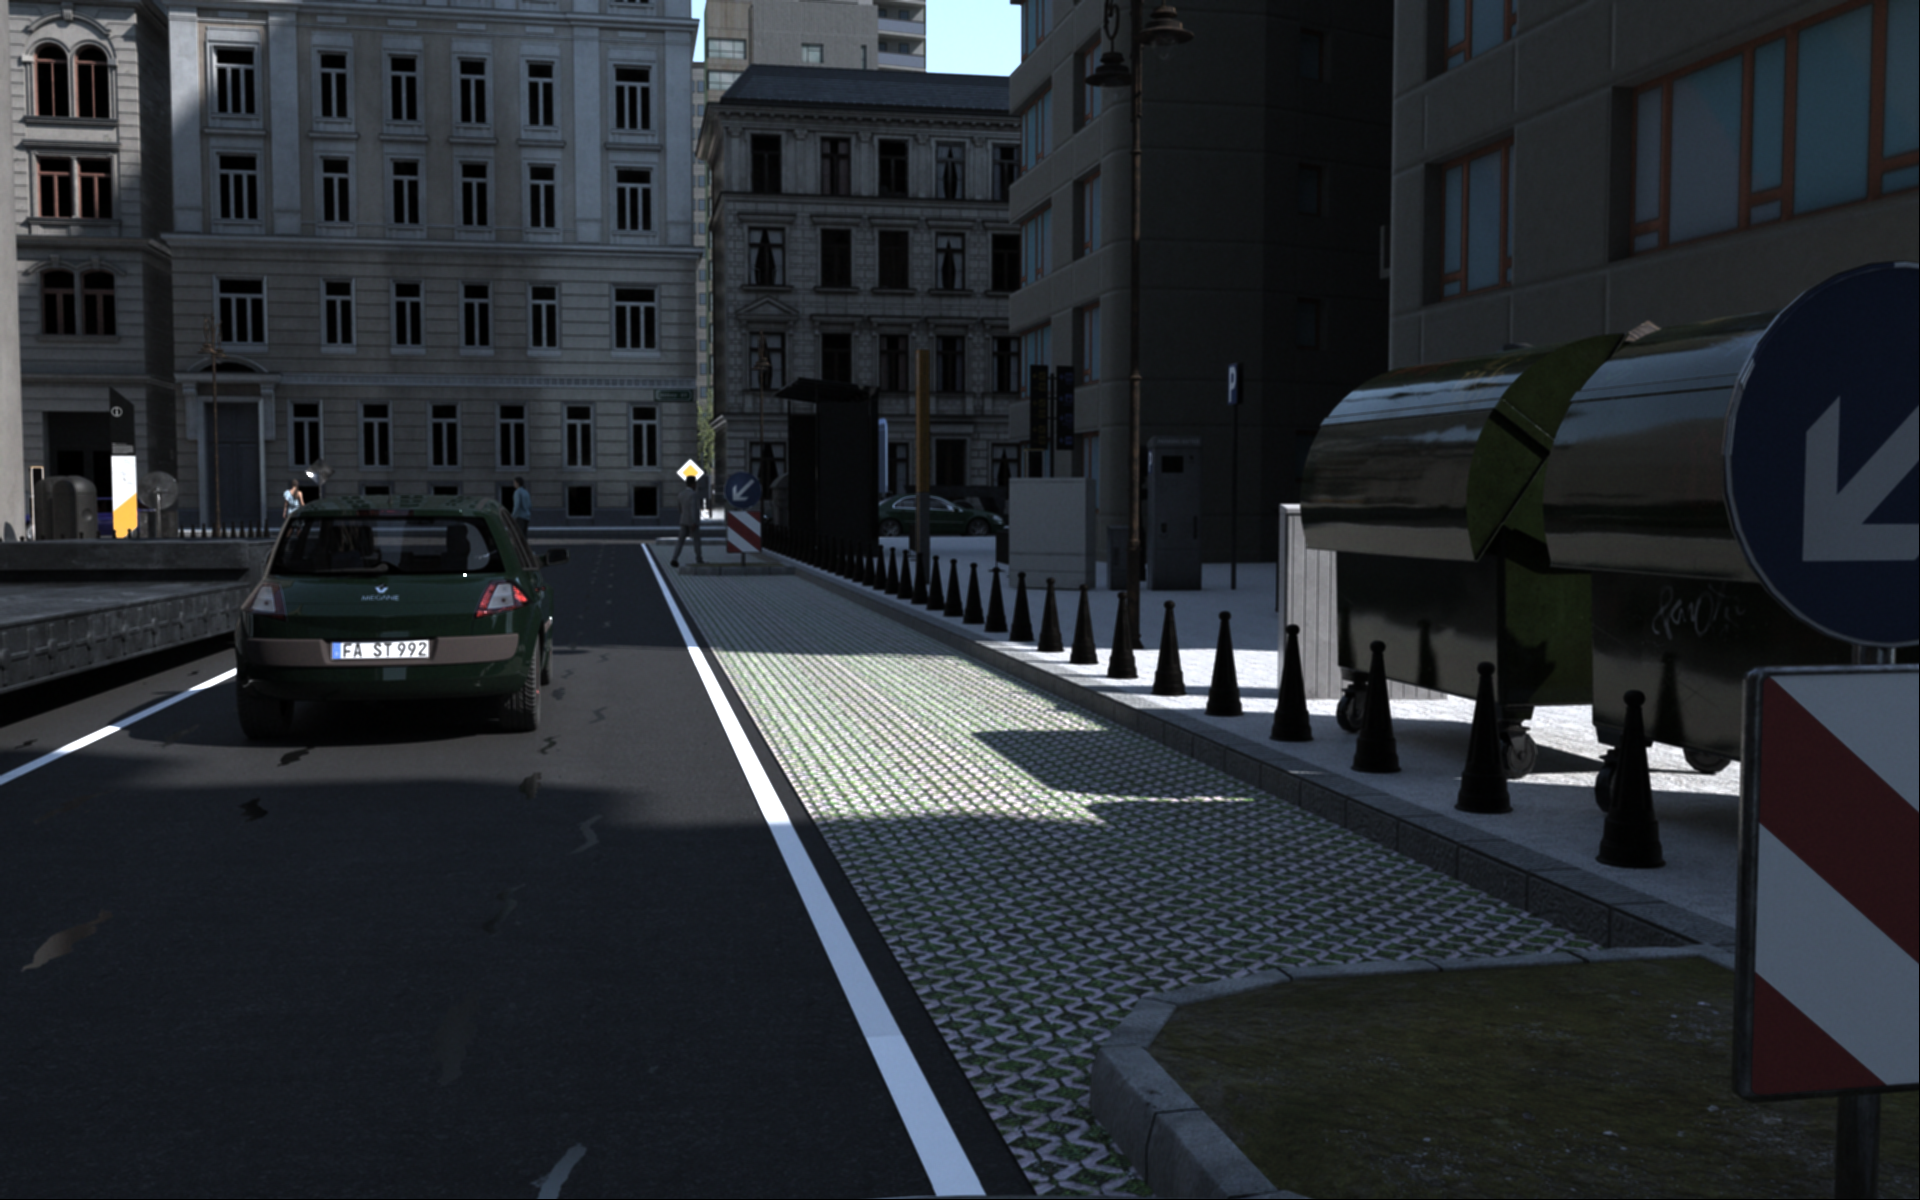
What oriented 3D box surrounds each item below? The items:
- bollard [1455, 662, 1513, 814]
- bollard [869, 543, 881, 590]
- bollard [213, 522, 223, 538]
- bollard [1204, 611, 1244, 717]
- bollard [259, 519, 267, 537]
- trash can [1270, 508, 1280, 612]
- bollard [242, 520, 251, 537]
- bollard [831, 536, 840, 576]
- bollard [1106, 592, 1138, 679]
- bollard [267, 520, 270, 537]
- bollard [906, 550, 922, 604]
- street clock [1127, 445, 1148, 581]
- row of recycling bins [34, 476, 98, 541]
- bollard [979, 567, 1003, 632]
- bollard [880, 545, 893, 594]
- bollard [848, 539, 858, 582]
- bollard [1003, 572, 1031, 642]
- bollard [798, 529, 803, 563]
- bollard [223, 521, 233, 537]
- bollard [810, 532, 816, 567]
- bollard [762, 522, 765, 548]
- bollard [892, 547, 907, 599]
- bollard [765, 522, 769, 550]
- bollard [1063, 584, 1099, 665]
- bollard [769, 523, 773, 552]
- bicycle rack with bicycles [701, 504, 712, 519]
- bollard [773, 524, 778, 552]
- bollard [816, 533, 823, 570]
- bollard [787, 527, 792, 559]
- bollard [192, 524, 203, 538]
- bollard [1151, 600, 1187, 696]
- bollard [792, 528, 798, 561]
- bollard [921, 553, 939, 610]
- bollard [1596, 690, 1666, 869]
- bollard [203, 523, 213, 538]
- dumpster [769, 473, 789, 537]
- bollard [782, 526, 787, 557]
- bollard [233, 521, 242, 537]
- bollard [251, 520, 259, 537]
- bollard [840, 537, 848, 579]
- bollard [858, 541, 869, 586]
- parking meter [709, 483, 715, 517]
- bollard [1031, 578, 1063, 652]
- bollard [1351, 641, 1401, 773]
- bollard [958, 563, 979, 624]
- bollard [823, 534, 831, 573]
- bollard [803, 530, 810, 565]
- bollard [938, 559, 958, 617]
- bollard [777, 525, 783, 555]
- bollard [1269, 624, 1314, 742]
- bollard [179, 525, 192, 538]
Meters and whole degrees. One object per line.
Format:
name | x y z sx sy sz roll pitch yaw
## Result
bollard | 2.133 0.551 7.038 0.229 0.601 0.229 0 3 0
bollard | -1.063 -0.441 23.259 0.229 0.601 0.229 0 3 0
bollard | -17.676 -1.530 41.052 0.229 0.601 0.229 0 3 0
bollard | 1.539 0.365 10.076 0.229 0.601 0.229 0 3 0
bollard | -18.674 -1.840 46.119 0.229 0.601 0.229 0 3 0
trash can | 3.580 -0.384 17.925 0.748 1.137 0.748 0 3 0
bollard | -18.279 -1.716 44.102 0.229 0.601 0.229 0 3 0
bollard | -1.864 -0.689 27.313 0.229 0.601 0.229 0 3 0
bollard | 1.135 0.241 12.099 0.229 0.601 0.229 0 3 0
bollard | -18.876 -1.902 47.135 0.229 0.601 0.229 0 3 0
bollard | -0.466 -0.256 20.227 0.229 0.601 0.229 0 3 0
street clock | 2.640 -1.284 25.571 0.358 2.002 0.471 0 4 -7
row of recycling bins | -20.581 -1.995 39.736 1.069 1.692 3.534 -3 4 -36
bollard | 0.338 -0.007 16.154 0.229 0.601 0.229 0 3 0
bollard | -0.864 -0.379 22.242 0.229 0.601 0.229 0 3 0
bollard | -1.468 -0.566 25.298 0.229 0.601 0.229 0 3 0
bollard | 0.539 0.055 15.147 0.229 0.601 0.229 0 3 0
bollard | -2.863 -1.000 32.387 0.229 0.601 0.229 0 3 0
bollard | -17.877 -1.592 42.070 0.229 0.601 0.229 0 3 0
bollard | -2.464 -0.875 30.345 0.229 0.601 0.229 0 3 0
bollard | -4.459 -1.494 40.467 0.229 0.601 0.229 0 3 0
bollard | -0.667 -0.318 21.234 0.229 0.601 0.229 0 3 0
bollard | -4.265 -1.432 39.458 0.229 0.601 0.229 0 3 0
bollard | 0.937 0.179 13.112 0.229 0.601 0.229 0 3 0
bollard | -4.059 -1.370 38.443 0.229 0.601 0.229 0 3 0
bicycle rack with bicycles | -11.511 -4.601 88.604 2.925 0.926 2.852 1 4 10
bollard | -3.863 -1.308 37.435 0.229 0.601 0.229 0 3 0
bollard | -2.264 -0.813 29.338 0.229 0.601 0.229 0 3 0
bollard | -3.264 -1.123 34.401 0.229 0.601 0.229 0 3 0
bollard | -17.276 -1.406 39.025 0.229 0.601 0.229 0 3 0
bollard | 1.338 0.303 11.082 0.229 0.601 0.229 0 3 0
bollard | -3.061 -1.061 33.394 0.229 0.601 0.229 0 3 0
bollard | -0.267 -0.194 19.206 0.229 0.601 0.229 0 3 0
bollard | 2.338 0.613 6.022 0.229 0.601 0.229 0 3 0
bollard | -17.478 -1.468 40.044 0.229 0.601 0.229 0 3 0
dumpster | -4.233 -2.393 44.883 1.264 1.857 1.865 -1 4 -11
bollard | -3.460 -1.185 35.409 0.229 0.601 0.229 0 3 0
bollard | -18.078 -1.654 43.082 0.229 0.601 0.229 0 3 0
bollard | -18.474 -1.778 45.110 0.229 0.601 0.229 0 3 0
bollard | -1.663 -0.628 26.306 0.229 0.601 0.229 0 3 0
bollard | -1.266 -0.504 24.280 0.229 0.601 0.229 0 3 0
parking meter | -13.466 -5.422 94.364 0.399 1.863 0.255 -3 5 -40
bollard | 0.738 0.117 14.121 0.229 0.601 0.229 0 3 0
bollard | 1.937 0.489 8.046 0.229 0.601 0.229 0 3 0
bollard | 0.136 -0.069 17.177 0.229 0.601 0.229 0 3 0
bollard | -2.066 -0.752 28.331 0.229 0.601 0.229 0 3 0
bollard | -2.668 -0.938 31.376 0.229 0.601 0.229 0 3 0
bollard | -0.067 -0.132 18.199 0.229 0.601 0.229 0 3 0
bollard | -3.662 -1.247 36.425 0.229 0.601 0.229 0 3 0
bollard | 1.736 0.427 9.054 0.229 0.601 0.229 0 3 0
bollard | -17.076 -1.344 38.018 0.229 0.601 0.229 0 3 0
